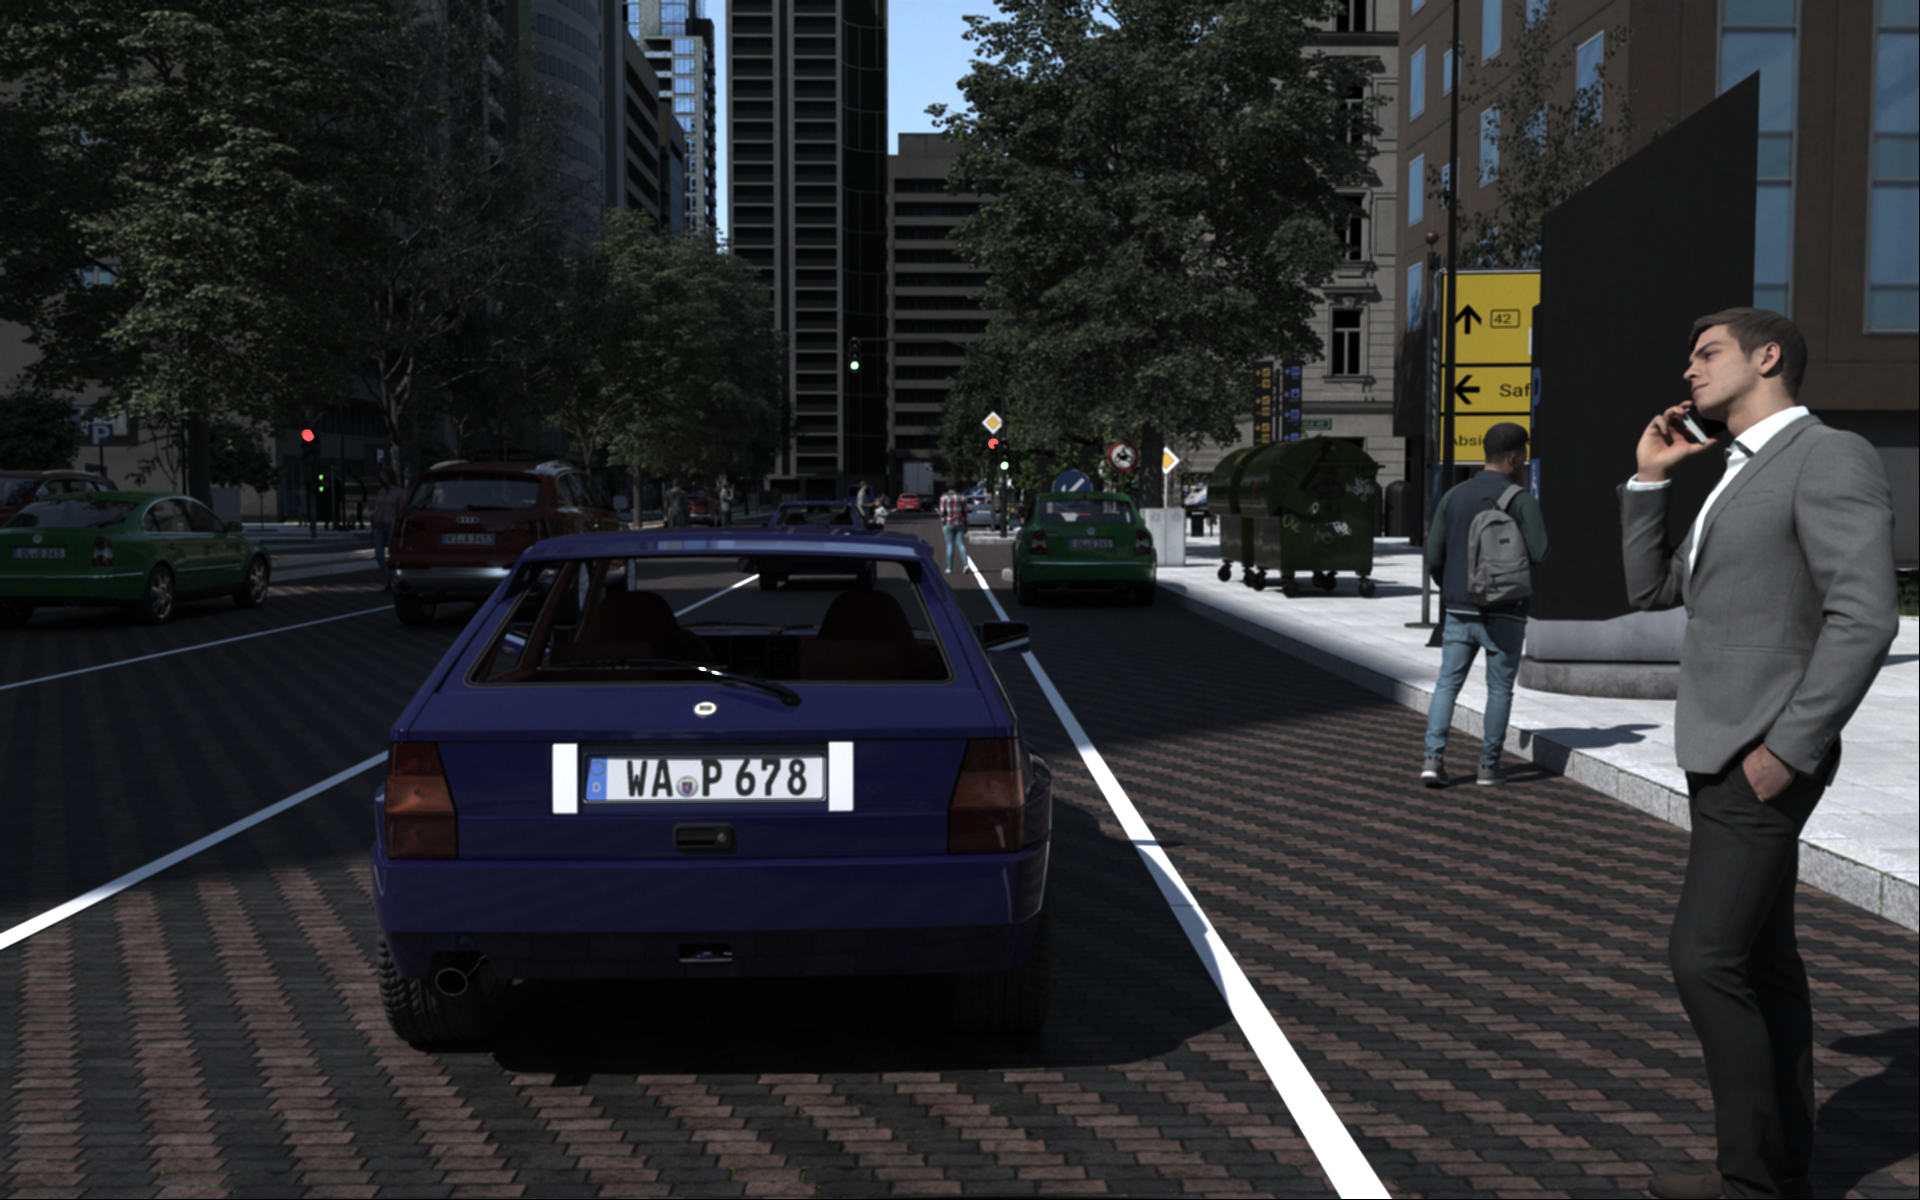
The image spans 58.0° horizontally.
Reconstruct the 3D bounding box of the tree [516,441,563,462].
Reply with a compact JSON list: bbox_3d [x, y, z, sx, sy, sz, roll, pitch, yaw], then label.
[{"bbox_3d":[-25.989,-7.546,107.087,4.285,4.588,4.351,0,3,0],"label":"tree"}]

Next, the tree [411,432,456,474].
[{"bbox_3d":[-27.212,-6.423,88.731,4.285,4.588,4.351,0,3,0],"label":"tree"}]

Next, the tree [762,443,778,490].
[{"bbox_3d":[-13.911,-10.154,118.841,4.360,8.622,3.978,0,3,0],"label":"tree"}]

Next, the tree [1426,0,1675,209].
[{"bbox_3d":[8.820,-4.579,25.237,4.360,8.622,3.978,0,3,0],"label":"tree"}]

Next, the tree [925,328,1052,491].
[{"bbox_3d":[2.383,-12.345,118.849,9.611,12.733,9.660,0,3,0],"label":"tree"}]

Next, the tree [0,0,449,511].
[{"bbox_3d":[-12.140,-6.540,27.506,7.486,12.596,7.792,0,3,0],"label":"tree"}]

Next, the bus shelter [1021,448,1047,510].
[{"bbox_3d":[4.279,-6.132,91.541,1.731,3.624,6.357,0,4,-1],"label":"bus shelter"}]

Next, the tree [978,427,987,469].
[{"bbox_3d":[2.594,-11.950,145.738,4.737,8.622,4.395,0,3,0],"label":"tree"}]

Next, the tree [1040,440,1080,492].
[{"bbox_3d":[3.891,-4.018,60.303,1.663,3.219,1.824,0,3,0],"label":"tree"}]

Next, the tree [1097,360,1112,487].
[{"bbox_3d":[8.263,-7.569,74.109,4.360,8.622,3.978,0,3,0],"label":"tree"}]

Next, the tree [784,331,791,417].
[{"bbox_3d":[-13.110,-11.064,90.012,9.857,13.997,8.962,0,3,0],"label":"tree"}]

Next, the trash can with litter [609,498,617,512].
[{"bbox_3d":[-24.219,-6.639,119.929,1.055,1.170,0.624,-2,4,-29],"label":"trash can with litter"}]

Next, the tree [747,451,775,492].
[{"bbox_3d":[-24.101,-15.807,208.813,4.737,8.622,4.395,0,3,0],"label":"tree"}]

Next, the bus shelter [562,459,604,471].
[{"bbox_3d":[-22.913,-6.736,104.065,2.014,3.302,5.546,0,4,-1],"label":"bus shelter"}]

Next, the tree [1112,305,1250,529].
[{"bbox_3d":[8.456,-6.909,63.320,4.360,8.622,3.978,0,3,0],"label":"tree"}]

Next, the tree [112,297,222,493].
[{"bbox_3d":[-27.796,-6.772,61.083,4.360,8.622,3.978,0,3,0],"label":"tree"}]

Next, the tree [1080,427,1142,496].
[{"bbox_3d":[4.267,-2.973,43.204,1.663,3.219,1.824,0,3,0],"label":"tree"}]

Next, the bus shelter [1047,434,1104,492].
[{"bbox_3d":[4.698,-4.798,69.726,1.731,3.624,6.357,0,4,-1],"label":"bus shelter"}]

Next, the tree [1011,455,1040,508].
[{"bbox_3d":[3.544,-5.520,84.848,1.663,3.219,1.824,0,3,0],"label":"tree"}]

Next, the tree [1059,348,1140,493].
[{"bbox_3d":[7.282,-8.217,84.707,4.737,8.622,4.395,0,3,0],"label":"tree"}]

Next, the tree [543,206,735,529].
[{"bbox_3d":[-12.817,-9.035,68.300,7.486,12.596,7.792,0,3,0],"label":"tree"}]

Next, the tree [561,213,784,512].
[{"bbox_3d":[-13.119,-10.414,79.375,9.857,13.997,8.962,0,3,0],"label":"tree"}]

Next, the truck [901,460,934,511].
[{"bbox_3d":[-3.604,-9.701,147.520,2.839,4.237,11.283,0,4,-2],"label":"truck"}]

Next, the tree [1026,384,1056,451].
[{"bbox_3d":[6.203,-9.531,106.189,4.360,8.622,3.978,0,3,0],"label":"tree"}]

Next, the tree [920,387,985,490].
[{"bbox_3d":[1.017,-16.457,179.438,12.009,13.543,11.850,0,3,0],"label":"tree"}]

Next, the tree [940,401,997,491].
[{"bbox_3d":[1.173,-16.725,199.216,9.928,11.665,9.643,0,3,0],"label":"tree"}]

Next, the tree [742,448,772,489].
[{"bbox_3d":[-23.735,-15.975,178.192,9.611,12.733,9.660,0,3,0],"label":"tree"}]

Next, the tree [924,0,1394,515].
[{"bbox_3d":[3.853,-7.860,35.164,9.857,13.997,8.962,0,3,0],"label":"tree"}]

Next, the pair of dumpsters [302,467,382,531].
[{"bbox_3d":[-22.028,-3.631,61.862,1.574,2.255,4.437,0,4,-1],"label":"pair of dumpsters"}]

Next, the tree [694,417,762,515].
[{"bbox_3d":[-13.514,-8.841,97.364,4.360,8.622,3.978,0,3,0],"label":"tree"}]

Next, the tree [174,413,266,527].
[{"bbox_3d":[-28.573,-5.111,67.286,4.285,4.588,4.351,0,3,0],"label":"tree"}]

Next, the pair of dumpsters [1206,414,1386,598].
[{"bbox_3d":[4.444,-1.272,23.284,1.574,2.255,4.437,0,4,-1],"label":"pair of dumpsters"}]

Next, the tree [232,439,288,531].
[{"bbox_3d":[-23.998,-3.988,59.797,1.663,3.219,1.824,0,3,0],"label":"tree"}]

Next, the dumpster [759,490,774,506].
[{"bbox_3d":[-21.394,-11.253,192.193,1.865,1.857,1.264,0,4,1],"label":"dumpster"}]

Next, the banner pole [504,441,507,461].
[{"bbox_3d":[-21.531,-5.635,82.149,0.401,3.779,0.863,-1,4,-14],"label":"banner pole"}]

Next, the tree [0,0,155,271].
[{"bbox_3d":[-12.127,-5.476,17.750,9.928,11.665,9.643,0,3,0],"label":"tree"}]

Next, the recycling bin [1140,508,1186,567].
[{"bbox_3d":[3.588,-1.110,30.700,0.722,1.027,0.722,0,4,-3],"label":"recycling bin"}]

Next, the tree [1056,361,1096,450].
[{"bbox_3d":[7.874,-8.534,89.887,4.360,8.622,3.978,0,3,0],"label":"tree"}]

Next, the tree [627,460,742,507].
[{"bbox_3d":[-23.678,-13.713,141.210,9.611,12.733,9.660,0,3,0],"label":"tree"}]

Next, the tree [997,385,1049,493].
[{"bbox_3d":[4.283,-9.859,111.557,4.737,8.622,4.395,0,3,0],"label":"tree"}]

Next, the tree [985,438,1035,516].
[{"bbox_3d":[2.930,-7.204,101.501,4.285,4.588,4.351,0,3,0],"label":"tree"}]

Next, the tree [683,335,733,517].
[{"bbox_3d":[-12.882,-7.575,60.729,8.767,10.594,7.601,0,4,-1],"label":"tree"}]

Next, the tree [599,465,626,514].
[{"bbox_3d":[-22.485,-7.160,111.664,1.663,3.219,1.824,0,3,0],"label":"tree"}]

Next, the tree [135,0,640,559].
[{"bbox_3d":[-12.307,-7.632,37.608,12.009,13.543,11.850,0,3,0],"label":"tree"}]

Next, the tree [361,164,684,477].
[{"bbox_3d":[-12.642,-6.771,47.580,8.767,10.594,7.601,0,4,-1],"label":"tree"}]

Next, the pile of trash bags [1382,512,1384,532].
[{"bbox_3d":[12.916,-3.034,59.364,3.447,1.369,1.912,1,4,23],"label":"pile of trash bags"}]

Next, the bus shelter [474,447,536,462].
[{"bbox_3d":[-23.501,-6.020,89.704,1.731,3.624,6.357,0,4,-1],"label":"bus shelter"}]

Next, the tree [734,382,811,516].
[{"bbox_3d":[-13.728,-10.184,103.370,8.767,10.594,7.601,0,4,-1],"label":"tree"}]

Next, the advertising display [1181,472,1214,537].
[{"bbox_3d":[7.094,-2.844,51.716,0.974,1.923,0.123,0,4,-2],"label":"advertising display"}]

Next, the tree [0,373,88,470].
[{"bbox_3d":[-25.495,-3.886,47.246,4.285,4.588,4.351,0,3,0],"label":"tree"}]
